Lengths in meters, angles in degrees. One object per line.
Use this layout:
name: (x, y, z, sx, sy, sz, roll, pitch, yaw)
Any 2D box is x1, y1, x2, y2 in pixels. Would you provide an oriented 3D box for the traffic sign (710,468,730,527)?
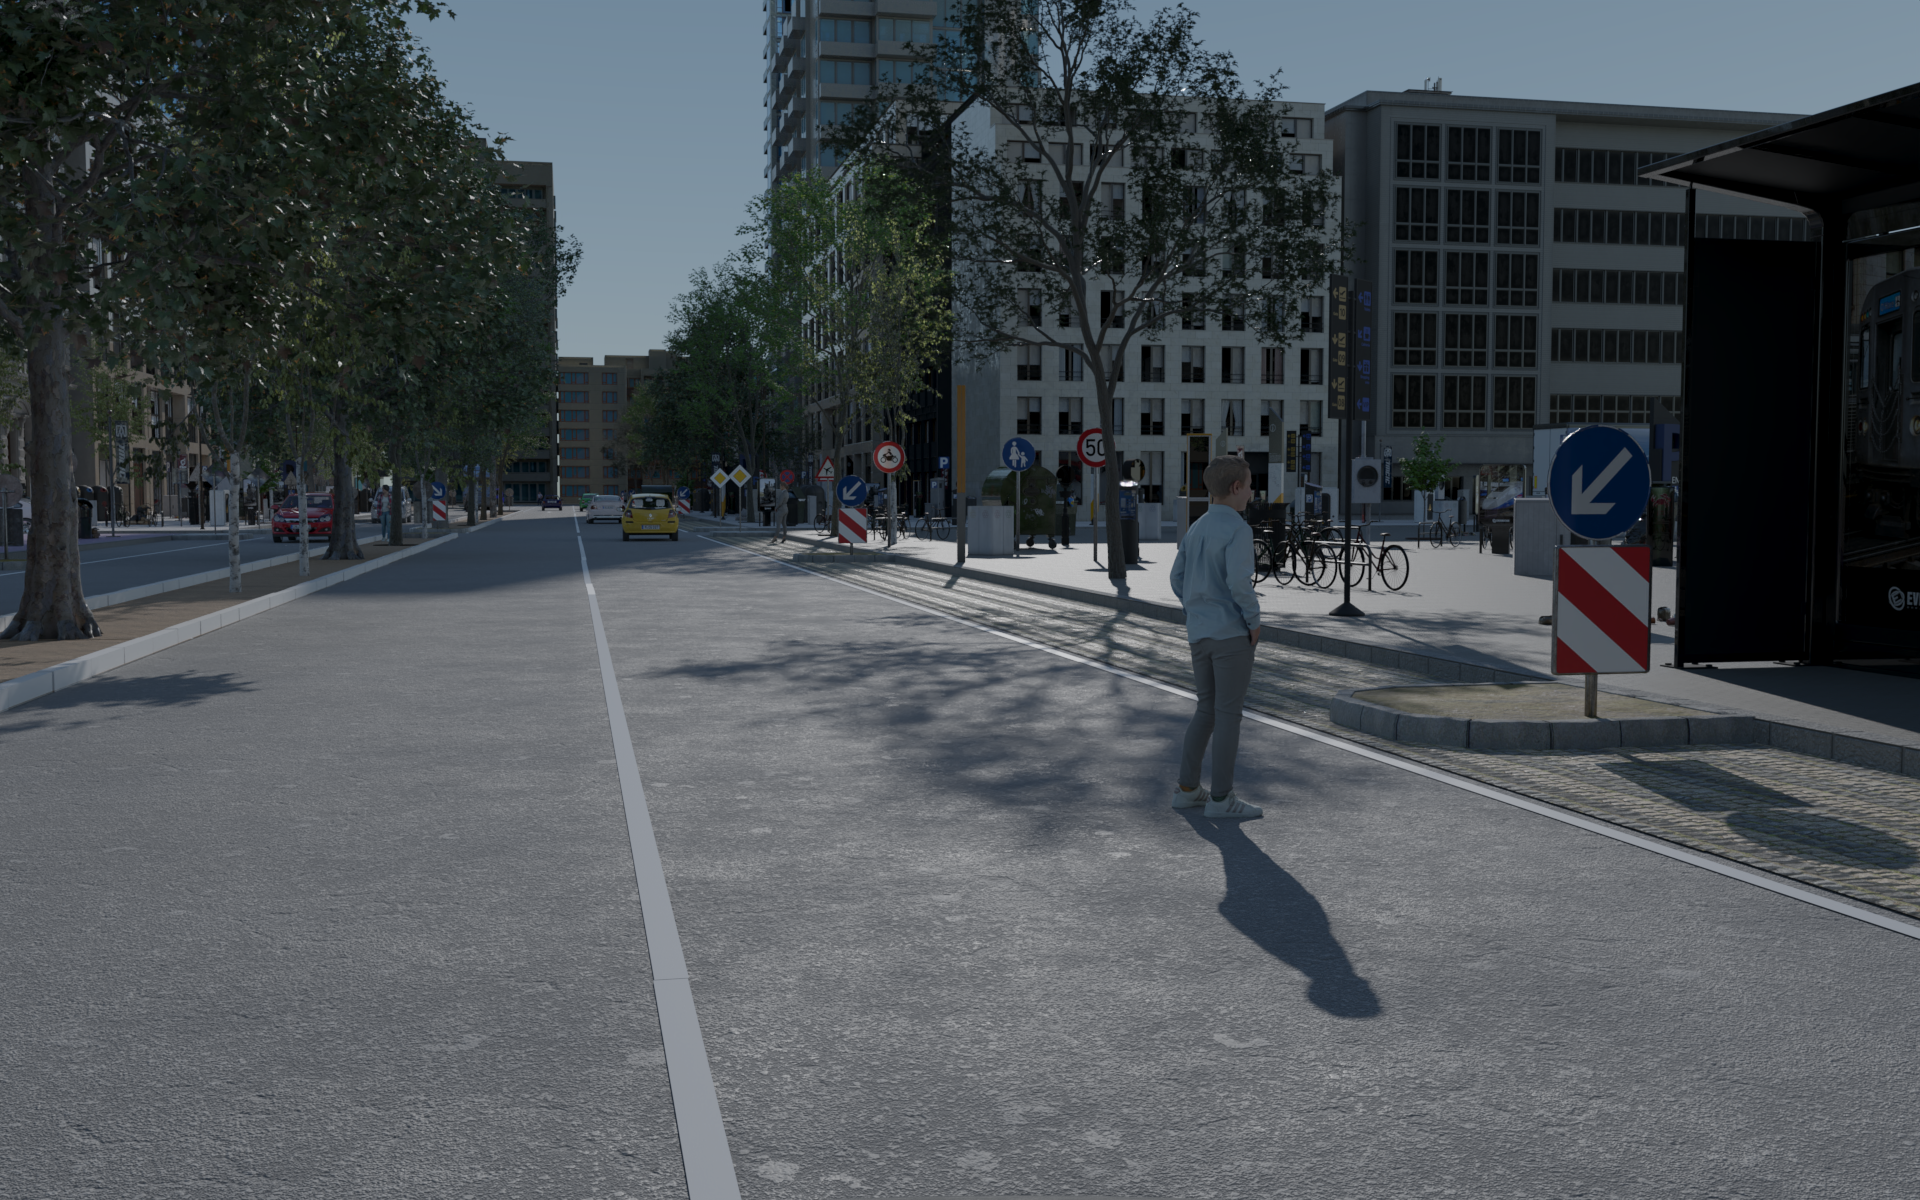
traffic sign: (-9.206, -3.843, 66.480, 0.795, 2.450, 0.064, -1, 4, -13)

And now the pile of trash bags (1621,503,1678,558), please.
pile of trash bags: (13.852, -1.443, 33.344, 1.912, 1.369, 3.447, 2, 4, 31)

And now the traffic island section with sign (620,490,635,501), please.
traffic island section with sign: (-31.667, -9.656, 166.508, 1.989, 1.847, 2.006, -1, 4, -13)

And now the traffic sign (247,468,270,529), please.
traffic sign: (-25.451, -3.622, 62.863, 0.795, 2.450, 0.064, -1, 4, -13)

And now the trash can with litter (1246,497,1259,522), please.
trash can with litter: (14.364, -4.293, 81.242, 2.233, 1.210, 1.678, 0, 4, -4)

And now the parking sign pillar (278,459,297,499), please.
parking sign pillar: (-38.259, -6.759, 98.973, 1.447, 3.967, 1.447, -2, 4, -32)

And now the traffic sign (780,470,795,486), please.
traffic sign: (-9.007, -5.518, 90.319, 0.768, 2.556, 0.104, 0, 4, -7)

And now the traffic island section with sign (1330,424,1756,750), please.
traffic island section with sign: (3.386, -0.123, 10.632, 1.989, 1.847, 2.006, -1, 4, -13)

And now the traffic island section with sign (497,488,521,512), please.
traffic island section with sign: (-35.745, -7.898, 137.274, 2.006, 1.907, 1.989, -1, 4, -13)

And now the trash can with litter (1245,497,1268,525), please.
trash can with litter: (13.274, -3.989, 76.610, 1.055, 1.170, 0.624, -1, 4, -18)

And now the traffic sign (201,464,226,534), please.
traffic sign: (-23.700, -3.146, 55.071, 0.795, 2.450, 0.064, -1, 4, -13)

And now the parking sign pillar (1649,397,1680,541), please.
parking sign pillar: (19.827, -3.658, 48.286, 1.447, 3.967, 1.447, -2, 4, -26)

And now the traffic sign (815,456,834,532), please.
traffic sign: (-4.465, -3.584, 58.599, 0.884, 2.594, 0.081, 0, 4, -4)

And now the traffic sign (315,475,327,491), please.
traffic sign: (-43.407, -7.187, 117.621, 0.768, 2.556, 0.104, -1, 4, -11)

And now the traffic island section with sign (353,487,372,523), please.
traffic island section with sign: (-30.563, -4.793, 86.996, 1.989, 1.847, 2.006, -1, 4, -13)

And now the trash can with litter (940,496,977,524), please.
trash can with litter: (0.158, -3.929, 75.296, 2.233, 1.210, 1.678, 2, 4, 24)

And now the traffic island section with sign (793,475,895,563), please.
traffic island section with sign: (-2.529, -1.731, 36.932, 1.989, 1.847, 2.006, -1, 4, -13)

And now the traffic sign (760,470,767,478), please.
traffic sign: (-10.459, -5.529, 90.503, 0.768, 2.556, 0.104, 0, 4, -4)

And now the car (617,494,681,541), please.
car: (-9.684, -2.678, 54.006, 2.015, 1.641, 3.980, -1, 4, -11)

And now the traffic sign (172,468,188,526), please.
traffic sign: (-30.793, -4.055, 68.435, 0.606, 2.300, 0.079, 0, 4, -7)

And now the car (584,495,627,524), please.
car: (-17.314, -4.428, 84.760, 2.083, 1.381, 4.827, -1, 4, -14)

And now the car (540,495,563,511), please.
car: (-35.315, -8.395, 149.832, 1.945, 1.354, 3.894, -1, 4, -14)

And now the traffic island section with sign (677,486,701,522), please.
traffic island section with sign: (-14.606, -5.014, 90.614, 1.989, 1.847, 2.006, -1, 4, -13)

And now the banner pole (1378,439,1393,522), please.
banner pole: (19.366, -5.442, 78.997, 0.863, 3.779, 0.401, -1, 4, -19)

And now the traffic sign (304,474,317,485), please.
traffic sign: (-39.351, -6.411, 104.924, 0.768, 2.556, 0.104, 0, 4, -7)

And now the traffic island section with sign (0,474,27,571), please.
traffic island section with sign: (-18.485, -1.510, 33.319, 1.989, 1.847, 2.006, -1, 4, -13)

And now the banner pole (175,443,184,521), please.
banner pole: (-37.543, -5.705, 83.294, 0.401, 3.779, 0.863, -1, 4, -11)

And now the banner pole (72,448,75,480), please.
banner pole: (-42.865, -5.693, 83.095, 0.401, 3.779, 0.863, 3, 4, 37)

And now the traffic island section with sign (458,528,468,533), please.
traffic island section with sign: (-19.253, -3.414, 63.961, 2.006, 1.907, 1.989, -1, 4, -13)

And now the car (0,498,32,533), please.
car: (-32.280, -2.769, 57.631, 4.827, 1.381, 2.083, -1, 4, -12)

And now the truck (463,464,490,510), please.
truck: (-44.160, -10.363, 159.200, 2.967, 4.110, 18.799, -1, 4, -14)

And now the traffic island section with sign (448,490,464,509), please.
traffic island section with sign: (-47.481, -9.398, 162.281, 1.989, 1.847, 2.006, -1, 4, -13)

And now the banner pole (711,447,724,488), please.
banner pole: (-12.774, -6.226, 91.818, 0.863, 3.779, 0.401, 0, 4, 1)

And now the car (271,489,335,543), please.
car: (-19.681, -2.660, 52.535, 2.155, 1.783, 4.494, -1, 4, -13)

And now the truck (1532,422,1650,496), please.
truck: (28.822, -4.970, 70.171, 11.283, 4.237, 2.839, -1, 4, -14)

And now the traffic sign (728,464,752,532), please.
traffic sign: (-7.455, -3.367, 58.689, 0.795, 2.450, 0.064, -1, 4, -13)

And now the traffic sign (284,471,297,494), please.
traffic sign: (-37.632, -5.961, 97.464, 0.884, 2.594, 0.081, -1, 4, -10)

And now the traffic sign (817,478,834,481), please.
traffic sign: (-5.554, -4.452, 72.787, 0.884, 2.594, 0.081, 0, 4, -3)

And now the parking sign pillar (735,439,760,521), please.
parking sign pillar: (-10.181, -5.836, 83.898, 1.447, 3.967, 1.447, -2, 4, -34)

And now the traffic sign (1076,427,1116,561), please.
traffic sign: (2.601, -2.024, 33.193, 0.768, 2.556, 0.104, 0, 4, -4)

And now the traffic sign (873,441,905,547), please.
traffic sign: (-1.705, -2.541, 41.647, 0.768, 2.556, 0.104, 0, 4, -7)

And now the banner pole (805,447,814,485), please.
banner pole: (-8.066, -6.270, 92.524, 0.401, 3.779, 0.863, -3, 5, -41)

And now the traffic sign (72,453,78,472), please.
traffic sign: (-25.313, -2.984, 48.897, 0.768, 2.556, 0.104, -1, 4, -12)

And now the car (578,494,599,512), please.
car: (-30.662, -8.252, 143.718, 1.959, 1.807, 4.718, -1, 4, -14)

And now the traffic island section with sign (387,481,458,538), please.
traffic island section with sign: (-17.637, -2.972, 56.732, 2.006, 1.907, 1.989, -1, 4, -13)

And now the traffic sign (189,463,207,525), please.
traffic sign: (-31.407, -4.373, 71.498, 0.884, 2.594, 0.081, -1, 4, -9)

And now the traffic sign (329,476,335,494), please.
traffic sign: (-41.520, -7.026, 114.978, 0.768, 2.556, 0.104, 0, 4, -4)

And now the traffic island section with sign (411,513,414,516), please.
traffic island section with sign: (-36.480, -6.402, 113.296, 1.989, 1.847, 2.006, -1, 4, -13)

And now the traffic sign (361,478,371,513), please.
traffic sign: (-40.973, -7.249, 119.699, 0.795, 2.450, 0.064, -1, 4, -12)

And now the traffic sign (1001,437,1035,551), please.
traffic sign: (1.305, -2.374, 38.927, 0.768, 2.556, 0.104, 0, 4, -7)

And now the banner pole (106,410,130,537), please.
banner pole: (-25.178, -3.778, 51.795, 0.401, 3.779, 0.863, 2, 4, 24)
